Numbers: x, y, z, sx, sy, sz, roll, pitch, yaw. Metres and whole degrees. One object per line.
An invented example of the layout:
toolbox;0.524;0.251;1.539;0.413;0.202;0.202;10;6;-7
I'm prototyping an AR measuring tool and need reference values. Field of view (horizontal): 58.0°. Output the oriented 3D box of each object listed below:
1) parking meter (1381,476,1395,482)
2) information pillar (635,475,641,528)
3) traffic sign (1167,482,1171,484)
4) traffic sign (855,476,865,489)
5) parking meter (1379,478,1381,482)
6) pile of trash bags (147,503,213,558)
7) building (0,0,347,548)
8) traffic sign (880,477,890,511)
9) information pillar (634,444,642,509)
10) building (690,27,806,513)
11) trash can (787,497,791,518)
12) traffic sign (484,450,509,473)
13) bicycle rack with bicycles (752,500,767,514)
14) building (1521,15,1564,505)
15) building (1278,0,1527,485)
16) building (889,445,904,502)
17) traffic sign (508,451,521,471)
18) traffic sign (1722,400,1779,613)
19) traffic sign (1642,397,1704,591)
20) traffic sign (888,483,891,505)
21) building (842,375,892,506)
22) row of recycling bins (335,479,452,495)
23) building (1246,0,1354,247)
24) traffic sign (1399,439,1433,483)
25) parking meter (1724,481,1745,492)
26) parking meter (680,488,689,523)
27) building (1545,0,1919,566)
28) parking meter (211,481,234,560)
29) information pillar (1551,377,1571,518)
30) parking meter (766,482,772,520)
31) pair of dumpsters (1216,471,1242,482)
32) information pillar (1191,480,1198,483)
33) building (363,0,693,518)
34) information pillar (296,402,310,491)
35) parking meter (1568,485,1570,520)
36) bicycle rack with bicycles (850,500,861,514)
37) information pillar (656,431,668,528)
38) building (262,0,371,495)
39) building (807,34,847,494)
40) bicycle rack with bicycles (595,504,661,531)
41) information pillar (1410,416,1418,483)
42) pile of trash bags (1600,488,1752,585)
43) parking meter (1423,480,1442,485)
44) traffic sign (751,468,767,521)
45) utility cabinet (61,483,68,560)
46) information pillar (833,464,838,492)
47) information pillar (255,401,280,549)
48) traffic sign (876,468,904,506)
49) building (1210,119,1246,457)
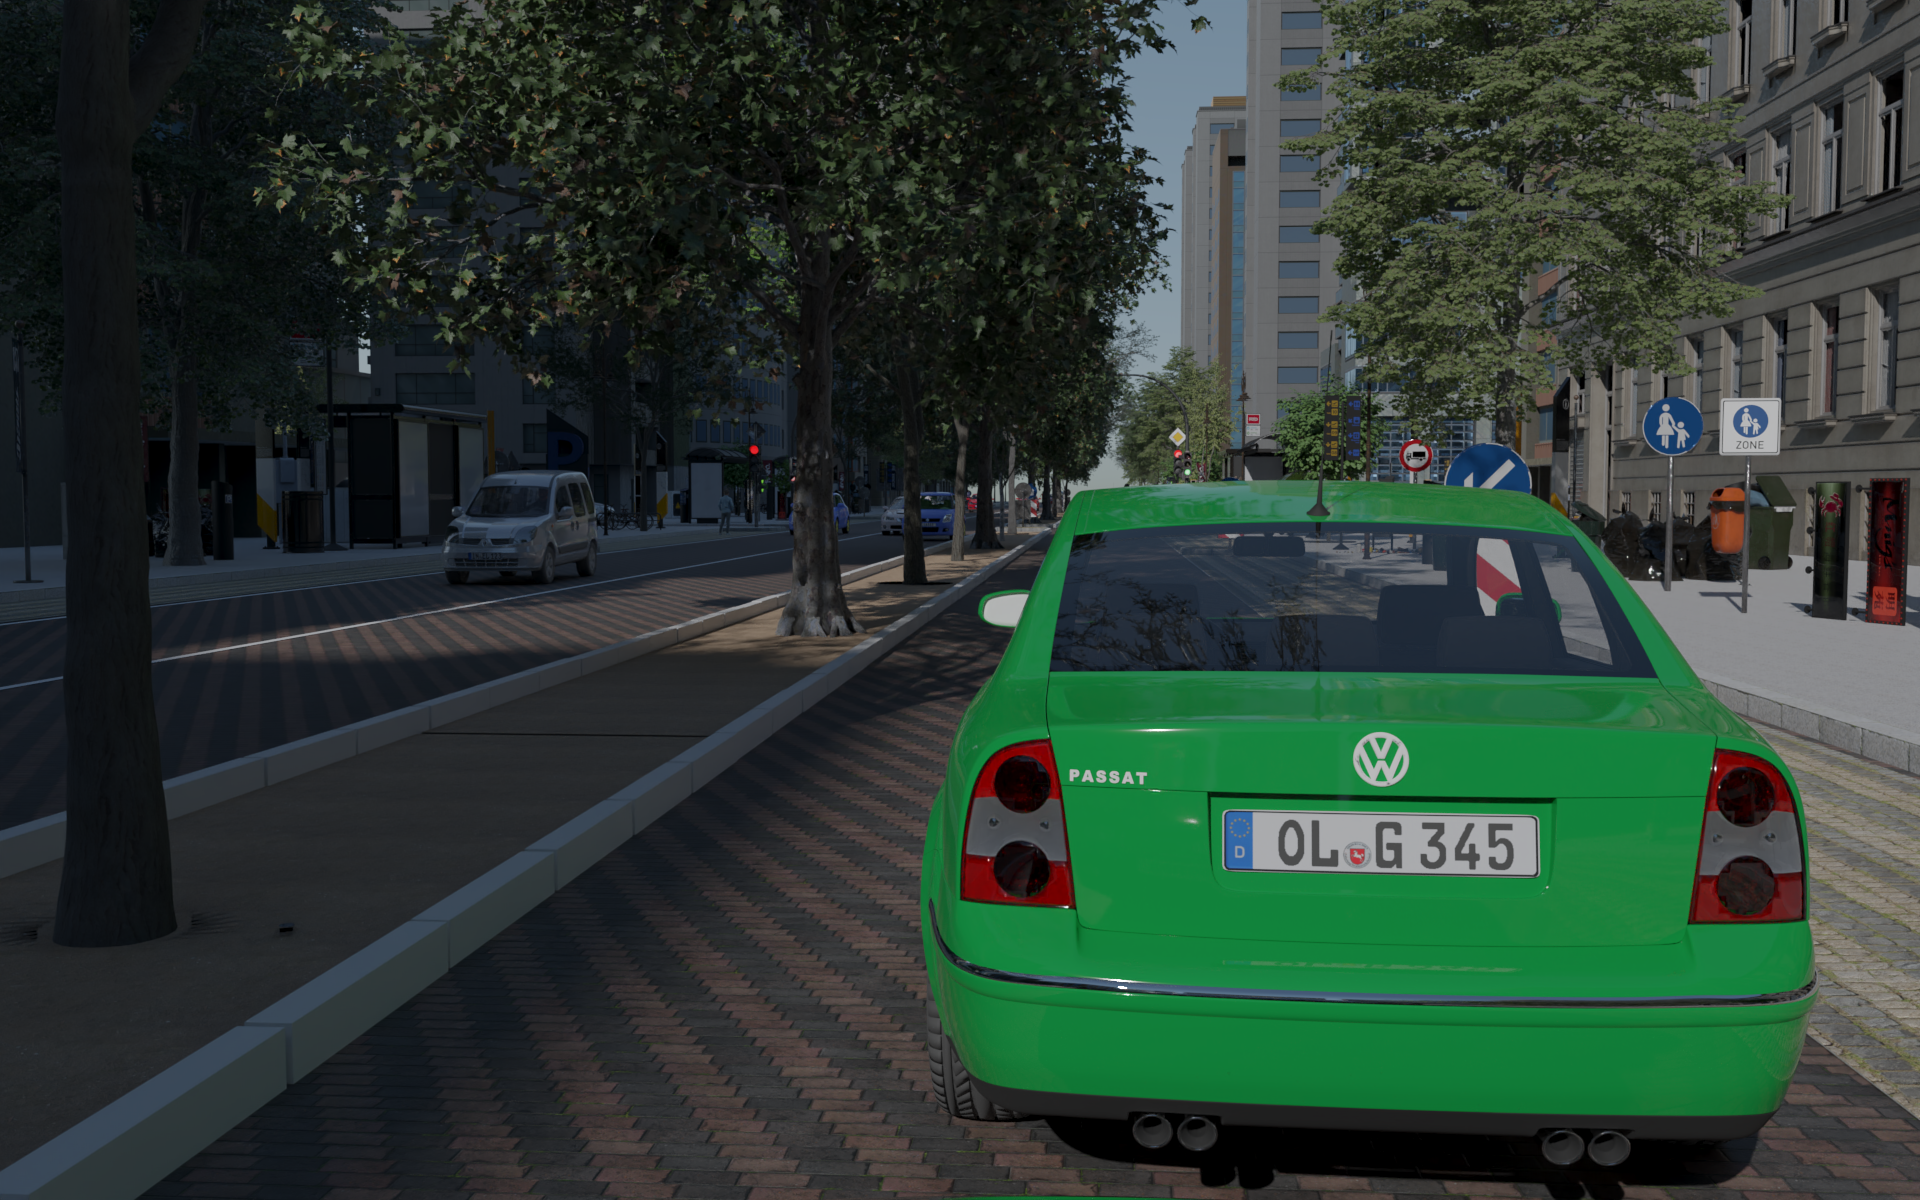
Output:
parking meter;13.761;-3.048;55.539;0.255;1.863;0.399;2;4;26
information pillar;-12.131;-3.746;65.736;0.304;2.012;0.304;1;4;22
traffic sign;15.087;-7.532;123.251;0.768;2.556;0.104;1;4;14
traffic sign;-7.127;-7.527;123.168;0.768;2.556;0.104;1;4;11
parking meter;15.696;-3.568;64.046;0.399;1.863;0.255;0;4;7
pile of trash bags;-17.015;-1.603;35.965;3.447;1.369;1.912;1;4;16
building;-34.093;-24.019;47.338;28.867;44.769;22.147;0;4;5
traffic sign;-5.501;-7.750;126.812;0.768;2.556;0.104;1;4;14
information pillar;-14.986;-5.460;80.631;0.183;3.616;0.504;2;4;32
building;-23.741;-35.636;124.643;21.231;58.520;28.212;0;4;5
trash can;-8.728;-4.822;90.497;0.748;1.137;0.748;0;3;0
traffic sign;-13.543;-3.091;50.637;0.768;2.556;0.104;0;4;8
bicycle rack with bicycles;-12.102;-6.065;112.543;2.925;0.926;2.852;1;4;16
building;42.959;-26.561;88.897;28.867;44.769;22.147;0;4;5
building;36.840;-49.894;128.431;22.319;86.520;31.000;0;4;5
building;-13.983;-31.622;200.608;14.154;41.232;14.086;0;4;5
traffic sign;-13.457;-3.179;51.980;0.884;2.594;0.081;1;4;10
traffic sign;8.445;-1.006;18.582;0.606;2.300;0.079;0;4;8
traffic sign;9.343;-1.387;22.783;0.768;2.556;0.104;0;4;7
traffic sign;-5.164;-7.871;128.798;0.768;2.556;0.104;0;4;5
building;-22.642;-20.507;180.331;27.650;21.520;28.899;0;4;5
row of recycling bins;-15.671;-2.534;48.537;3.534;1.692;1.069;-2;4;-32
building;37.210;-37.883;161.384;21.231;58.520;28.212;0;4;5
traffic sign;10.589;-2.457;40.273;0.768;2.556;0.104;1;4;14
parking meter;14.867;-1.521;33.278;0.372;1.533;0.369;0;3;0
parking meter;-12.214;-4.180;76.751;0.372;1.533;0.369;0;3;0
building;25.167;-12.669;40.416;16.112;22.955;30.059;0;4;5
parking meter;-14.361;-1.549;33.738;0.372;1.533;0.369;0;3;0
information pillar;11.956;-2.637;34.475;0.504;3.616;0.183;-3;4;-39
parking meter;-9.494;-4.927;86.263;0.255;1.863;0.399;-1;4;-13
pair of dumpsters;11.859;-4.503;76.115;1.574;2.255;4.437;0;4;5
information pillar;12.004;-5.151;88.703;0.304;2.012;0.304;2;4;29
building;-23.445;-19.851;96.271;14.160;30.474;14.107;0;4;5
information pillar;-15.346;-3.004;40.475;0.183;3.616;0.504;0;4;6
parking meter;16.926;-2.460;48.632;0.372;1.533;0.369;0;3;0
bicycle rack with bicycles;-7.223;-5.931;110.353;2.852;0.926;2.925;1;4;10
information pillar;-11.123;-4.480;64.596;0.504;3.616;0.183;2;4;32
building;-50.435;-31.114;97.952;27.495;52.752;28.713;0;4;5
building;-18.287;-31.043;157.665;14.600;45.320;14.200;0;4;5
bicycle rack with bicycles;-12.040;-2.966;61.880;2.925;0.926;2.852;-2;4;-29
information pillar;11.901;-3.308;45.439;0.183;3.616;0.504;2;4;28
pile of trash bags;10.821;-0.979;25.755;1.912;1.369;3.447;0;3;0
parking meter;8.644;-1.421;31.641;0.372;1.533;0.369;0;3;0
traffic sign;-9.399;-4.948;81.006;0.768;2.556;0.104;1;4;10
utility cabinet;-17.174;-1.545;33.942;0.318;1.500;1.173;0;4;-4
information pillar;-9.735;-8.766;134.675;0.504;3.616;0.183;0;4;-7
information pillar;-16.119;-2.991;40.257;0.504;3.616;0.183;1;4;17
traffic sign;-5.355;-8.571;134.009;2.265;3.308;0.079;1;4;10
building;37.451;-34.077;207.271;14.600;45.320;14.200;0;4;5
